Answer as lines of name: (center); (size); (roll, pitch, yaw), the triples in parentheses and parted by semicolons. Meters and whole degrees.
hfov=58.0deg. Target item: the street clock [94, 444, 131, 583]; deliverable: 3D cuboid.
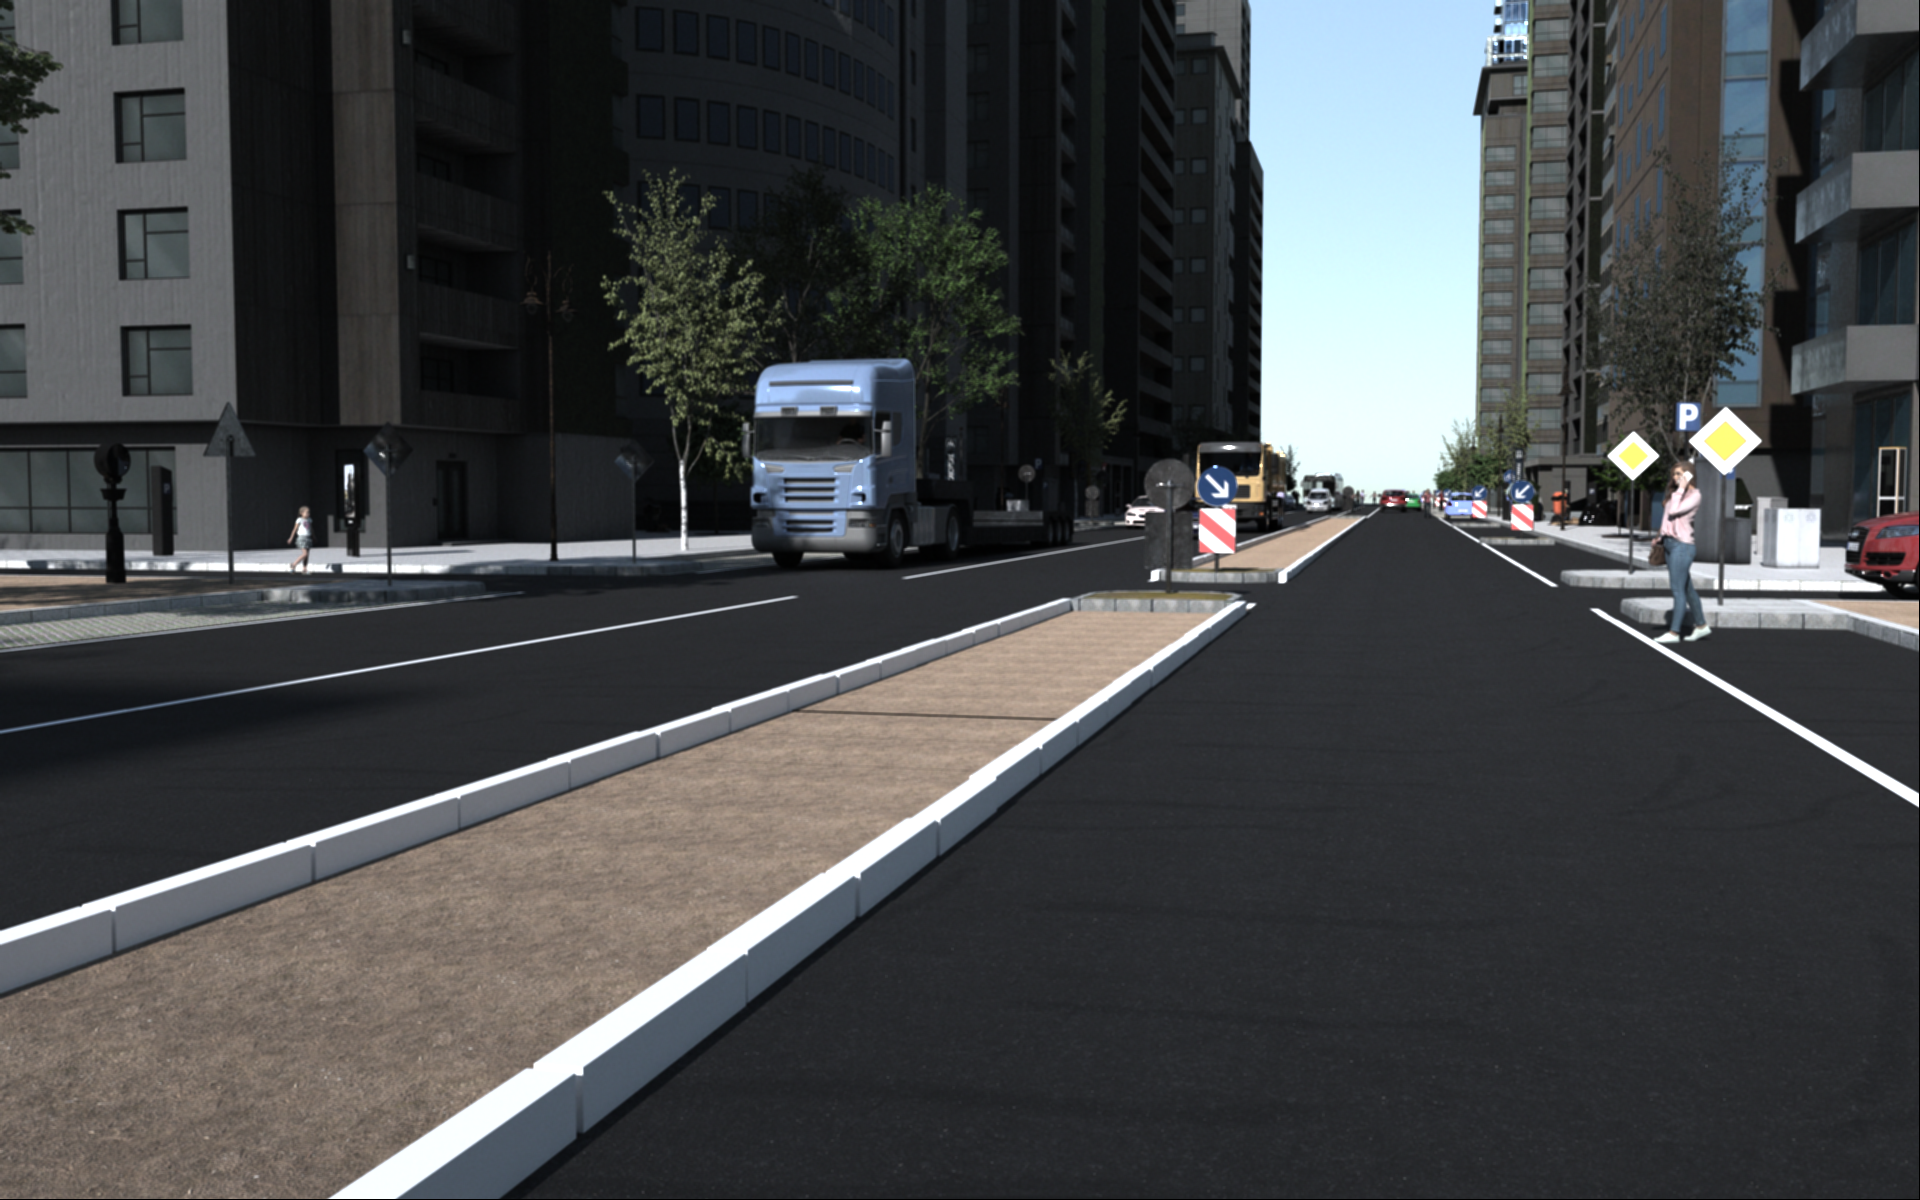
street clock: (-12.175, -1.245, 24.923); (0.358, 2.002, 0.471); (1, 4, 15)

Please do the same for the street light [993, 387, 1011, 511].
street light: (1.719, -5.976, 70.490); (0.468, 5.910, 1.993); (1, 4, 14)

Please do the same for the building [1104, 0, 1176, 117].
building: (5.356, -31.558, 139.678); (21.300, 48.544, 21.600); (1, 4, 14)

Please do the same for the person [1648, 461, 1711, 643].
person: (7.026, -0.470, 16.776); (0.643, 1.750, 0.593); (0, 4, 1)

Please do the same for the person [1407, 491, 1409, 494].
person: (47.902, -10.733, 184.770); (0.721, 1.735, 1.217); (2, 4, 29)

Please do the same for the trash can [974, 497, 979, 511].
trash can: (0.409, -3.737, 72.758); (0.748, 1.137, 0.748); (0, 3, 0)

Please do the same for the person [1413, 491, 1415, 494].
person: (43.887, -9.687, 167.402); (1.217, 1.766, 0.721); (3, 5, 44)

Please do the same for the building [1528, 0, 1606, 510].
building: (48.623, -41.176, 111.476); (20.563, 71.187, 20.611); (1, 4, 14)

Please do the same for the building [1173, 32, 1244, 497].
building: (18.074, -37.732, 206.150); (28.713, 52.752, 27.495); (1, 4, 14)

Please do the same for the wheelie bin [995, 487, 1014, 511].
wheelie bin: (2.077, -4.505, 81.566); (0.980, 1.594, 0.693); (2, 4, 25)

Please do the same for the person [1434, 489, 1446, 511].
person: (39.992, -8.286, 143.912); (0.705, 1.831, 1.348); (-2, 4, -33)

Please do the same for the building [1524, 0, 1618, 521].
building: (44.824, -23.969, 83.768); (32.217, 40.220, 23.993); (1, 4, 14)

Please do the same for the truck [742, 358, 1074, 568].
truck: (-0.459, -3.090, 40.278); (2.967, 4.110, 18.799); (1, 4, 16)

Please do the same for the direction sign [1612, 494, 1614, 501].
direction sign: (27.628, -4.971, 73.281); (0.379, 3.537, 0.876); (1, 4, 22)

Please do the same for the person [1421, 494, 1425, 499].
person: (60.150, -13.156, 223.685); (1.350, 1.814, 0.705); (2, 4, 33)

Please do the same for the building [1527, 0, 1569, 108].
building: (49.616, -27.303, 130.000); (14.154, 41.232, 14.086); (1, 4, 14)

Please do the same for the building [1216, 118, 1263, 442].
building: (28.318, -37.019, 228.968); (21.300, 48.544, 21.600); (1, 4, 14)

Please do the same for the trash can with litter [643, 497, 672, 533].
trash can with litter: (-10.108, -2.854, 58.047); (1.055, 1.170, 0.624); (2, 4, 32)

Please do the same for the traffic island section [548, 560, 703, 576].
traffic island section: (-6.024, -0.590, 31.929); (2.009, 0.180, 2.903); (1, 4, 14)

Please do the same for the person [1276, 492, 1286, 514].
person: (22.902, -7.037, 123.430); (0.709, 1.838, 0.599); (2, 4, 26)

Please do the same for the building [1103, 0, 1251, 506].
building: (32.955, -49.577, 248.835); (20.563, 71.187, 20.611); (1, 4, 14)

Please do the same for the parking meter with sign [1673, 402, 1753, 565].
parking meter with sign: (14.036, -2.199, 32.219); (0.543, 3.016, 1.738); (-1, 4, -15)

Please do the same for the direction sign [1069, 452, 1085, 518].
direction sign: (6.268, -6.165, 92.799); (0.876, 3.537, 0.379); (0, 4, -8)

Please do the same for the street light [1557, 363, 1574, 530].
street light: (21.412, -5.417, 61.353); (0.468, 5.910, 1.993); (1, 4, 14)

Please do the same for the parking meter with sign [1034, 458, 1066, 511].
parking meter with sign: (4.422, -5.400, 84.543); (1.738, 3.016, 0.543); (-3, 5, -44)

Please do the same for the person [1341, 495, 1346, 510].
person: (33.756, -8.857, 153.834); (1.217, 1.766, 0.721); (0, 4, 6)

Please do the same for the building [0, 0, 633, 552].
building: (-17.925, -16.668, 44.229); (14.160, 30.474, 14.107); (1, 4, 14)

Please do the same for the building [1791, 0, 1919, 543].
building: (34.008, -25.405, 34.974); (30.456, 49.044, 23.786); (1, 4, 14)

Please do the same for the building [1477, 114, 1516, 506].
building: (63.770, -30.872, 188.345); (14.154, 41.232, 14.086); (1, 4, 14)

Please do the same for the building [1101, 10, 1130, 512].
building: (10.678, -44.105, 159.373); (20.563, 71.187, 20.611); (1, 4, 14)

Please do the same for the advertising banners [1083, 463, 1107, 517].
advertising banners: (7.510, -6.094, 95.827); (0.090, 3.025, 2.074); (3, 5, 42)

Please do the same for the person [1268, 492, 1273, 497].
person: (18.848, -5.852, 104.961); (0.721, 1.735, 1.217); (3, 5, 43)

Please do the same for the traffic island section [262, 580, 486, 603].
traffic island section: (-7.982, -0.117, 24.187); (2.009, 0.180, 2.903); (1, 4, 14)

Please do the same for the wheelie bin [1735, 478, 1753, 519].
wheelie bin: (15.056, -1.599, 34.046); (0.980, 1.594, 0.693); (-1, 4, -16)

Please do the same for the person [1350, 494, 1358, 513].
person: (30.344, -7.637, 134.066); (1.217, 1.736, 0.721); (-2, 4, -24)

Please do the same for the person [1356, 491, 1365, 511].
person: (34.160, -8.518, 148.493); (1.217, 1.735, 0.721); (3, 4, 39)

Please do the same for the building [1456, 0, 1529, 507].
building: (80.054, -56.380, 234.481); (22.319, 86.520, 31.000); (1, 4, 14)

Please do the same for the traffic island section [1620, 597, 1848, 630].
traffic island section: (8.781, 0.142, 19.956); (2.009, 0.180, 2.903); (1, 4, 14)

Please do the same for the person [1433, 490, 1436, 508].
person: (47.667, -10.109, 173.798); (0.705, 1.823, 1.348); (1, 4, 14)

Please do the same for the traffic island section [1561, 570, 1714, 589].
traffic island section: (10.740, -0.331, 27.698); (2.009, 0.180, 2.903); (1, 4, 14)

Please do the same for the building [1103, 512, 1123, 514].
building: (1.183, -41.562, 117.786); (20.563, 71.187, 20.611); (1, 4, 14)

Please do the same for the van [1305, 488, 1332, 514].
van: (26.441, -7.373, 127.565); (2.013, 2.044, 4.112); (1, 4, 16)

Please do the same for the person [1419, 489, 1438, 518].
person: (28.201, -5.819, 104.365); (1.217, 1.743, 0.721); (1, 4, 14)

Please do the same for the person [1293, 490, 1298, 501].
person: (34.048, -10.263, 176.311); (0.705, 1.822, 1.348); (3, 5, 45)

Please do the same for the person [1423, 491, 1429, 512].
person: (37.668, -7.989, 139.921); (0.445, 1.727, 0.742); (1, 4, 17)

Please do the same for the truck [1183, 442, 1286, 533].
truck: (10.790, -4.316, 66.491); (3.469, 3.379, 9.791); (1, 4, 15)

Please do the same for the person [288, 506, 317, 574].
person: (-11.768, -1.073, 31.052); (0.382, 1.210, 0.505); (1, 4, 19)

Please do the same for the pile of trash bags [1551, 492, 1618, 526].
pile of trash bags: (25.435, -3.652, 69.464); (3.447, 1.369, 1.912); (0, 4, -2)

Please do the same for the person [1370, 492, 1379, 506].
person: (50.082, -12.241, 209.349); (1.217, 1.736, 0.721); (0, 4, -2)

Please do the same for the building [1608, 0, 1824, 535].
building: (30.385, -24.960, 58.211); (14.600, 45.320, 14.200); (1, 4, 14)

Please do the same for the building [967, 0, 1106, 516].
building: (0.259, -25.428, 99.344); (14.154, 41.232, 14.086); (1, 4, 14)

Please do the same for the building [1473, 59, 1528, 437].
building: (76.219, -37.745, 206.369); (28.713, 52.752, 27.495); (1, 4, 14)

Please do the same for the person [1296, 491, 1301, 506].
person: (42.072, -12.693, 216.112); (1.350, 1.814, 0.705); (-2, 4, -33)

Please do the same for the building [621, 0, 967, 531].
building: (-13.274, -32.429, 72.219); (21.231, 58.520, 28.212); (1, 4, 14)

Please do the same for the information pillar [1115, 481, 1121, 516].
information pillar: (9.129, -5.855, 100.215); (0.304, 2.012, 0.304); (0, 4, 3)

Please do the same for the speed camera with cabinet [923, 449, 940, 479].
speed camera with cabinet: (-0.980, -4.919, 74.761); (0.660, 3.252, 2.038); (-1, 4, -22)

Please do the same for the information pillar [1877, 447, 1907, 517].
information pillar: (14.620, -1.389, 27.203); (0.304, 2.012, 0.304); (-3, 5, -40)

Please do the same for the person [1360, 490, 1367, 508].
person: (41.228, -10.313, 176.988); (0.599, 1.838, 0.709); (-1, 4, -11)

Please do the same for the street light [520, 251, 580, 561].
street light: (-7.797, -3.688, 33.089); (0.468, 5.910, 1.993); (1, 4, 14)

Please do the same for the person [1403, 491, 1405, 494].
person: (44.385, -10.044, 173.277); (0.990, 1.755, 0.434); (2, 4, 34)
